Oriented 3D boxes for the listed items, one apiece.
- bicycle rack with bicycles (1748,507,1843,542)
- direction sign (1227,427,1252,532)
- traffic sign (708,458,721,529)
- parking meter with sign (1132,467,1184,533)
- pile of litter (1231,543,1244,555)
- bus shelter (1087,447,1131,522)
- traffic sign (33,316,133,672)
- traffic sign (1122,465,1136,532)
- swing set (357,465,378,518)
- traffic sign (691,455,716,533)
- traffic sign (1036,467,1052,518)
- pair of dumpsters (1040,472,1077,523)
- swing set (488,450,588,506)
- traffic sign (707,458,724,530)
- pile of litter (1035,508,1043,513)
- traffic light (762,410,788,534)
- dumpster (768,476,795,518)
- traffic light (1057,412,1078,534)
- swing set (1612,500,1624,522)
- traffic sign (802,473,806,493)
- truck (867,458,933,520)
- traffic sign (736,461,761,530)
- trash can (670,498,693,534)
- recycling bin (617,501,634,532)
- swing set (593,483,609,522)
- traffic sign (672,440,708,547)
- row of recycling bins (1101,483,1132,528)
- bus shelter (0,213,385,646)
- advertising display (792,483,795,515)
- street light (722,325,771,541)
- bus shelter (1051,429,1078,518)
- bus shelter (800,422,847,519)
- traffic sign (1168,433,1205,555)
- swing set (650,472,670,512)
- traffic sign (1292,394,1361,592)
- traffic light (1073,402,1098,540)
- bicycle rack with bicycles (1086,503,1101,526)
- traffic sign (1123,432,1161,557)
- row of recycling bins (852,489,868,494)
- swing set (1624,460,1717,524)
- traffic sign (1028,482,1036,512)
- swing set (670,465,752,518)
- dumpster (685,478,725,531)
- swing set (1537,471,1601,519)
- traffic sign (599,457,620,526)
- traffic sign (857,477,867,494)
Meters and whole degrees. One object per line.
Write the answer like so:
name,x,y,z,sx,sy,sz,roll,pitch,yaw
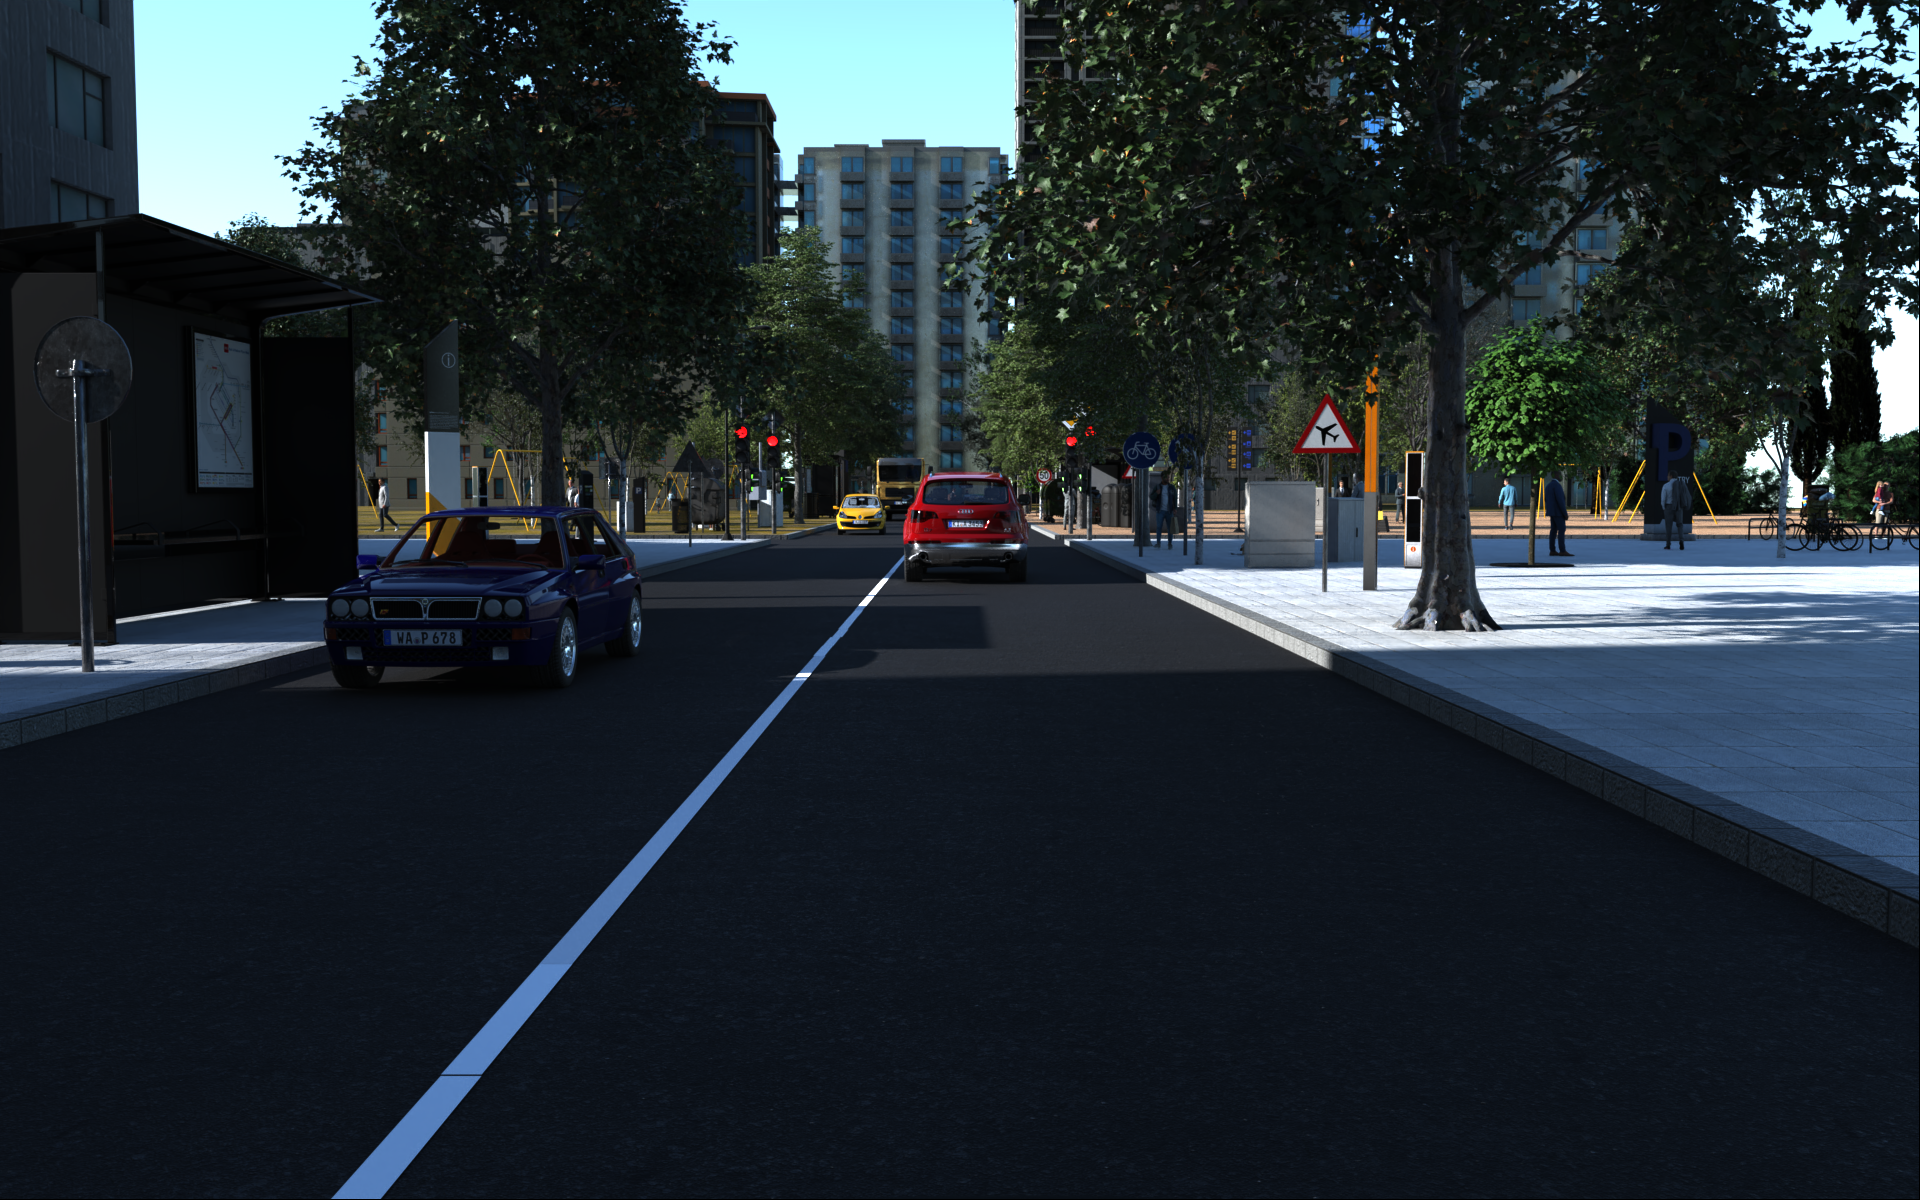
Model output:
bicycle rack with bicycles,23.319,-2.111,47.890,2.925,0.926,2.852,-3,5,-39
direction sign,9.417,-4.061,58.391,0.876,3.537,0.379,2,4,32
traffic sign,-9.097,-3.840,62.794,0.884,2.594,0.081,0,4,6
parking meter with sign,6.527,-3.722,57.115,1.738,3.016,0.543,0,4,-4
pile of litter,6.487,-1.395,36.776,1.719,0.858,1.176,-1,4,-17
bus shelter,6.648,-5.107,77.428,2.014,3.302,5.546,0,3,0
traffic sign,-6.296,-0.754,12.431,0.768,2.556,0.104,1,4,8
traffic sign,5.913,-3.581,58.549,0.884,2.594,0.081,0,4,3
swing set,-33.033,-5.752,91.670,2.862,2.851,3.119,2,4,28
traffic sign,-8.519,-3.506,57.322,0.884,2.594,0.081,0,4,4
traffic sign,4.023,-5.060,82.845,0.768,2.556,0.104,0,4,4
pair of dumpsters,4.504,-4.641,78.381,1.574,2.255,4.437,0,3,0
swing set,-15.428,-3.932,61.904,2.862,2.851,3.119,2,4,34
traffic sign,-8.694,-3.730,61.095,0.768,2.556,0.104,0,4,3
pile of litter,5.773,-6.366,118.053,1.176,0.858,1.719,-1,4,-19
traffic light,-5.995,-4.097,55.912,0.839,4.253,0.868,0,3,0
dumpster,-9.587,-5.577,93.674,1.502,2.255,1.985,0,3,0
traffic light,3.566,-4.099,55.935,0.839,4.253,0.868,0,3,0
swing set,31.703,-5.033,79.905,2.862,2.851,3.119,1,4,23
traffic sign,-9.338,-6.343,103.820,0.768,2.556,0.104,0,4,4
truck,-3.212,-6.033,94.570,3.469,3.379,9.791,0,4,-1
traffic sign,-7.455,-3.727,60.935,0.884,2.594,0.081,0,4,1
trash can,-9.053,-2.729,56.278,0.748,1.137,0.748,0,3,0
recycling bin,-11.220,-2.843,59.035,0.722,1.027,0.722,-3,4,-38
swing set,-16.797,-4.614,73.062,2.862,2.851,3.119,1,4,18
traffic sign,-6.549,-2.569,42.003,0.884,2.594,0.081,0,4,7
row of recycling bins,6.466,-3.623,66.354,1.069,1.692,3.534,-2,4,-24
bus shelter,-7.696,-1.612,17.639,1.731,3.624,6.357,0,3,0
advertising display,-10.032,-6.118,105.235,0.123,1.923,0.974,3,5,45
street light,-5.902,-4.604,47.819,1.470,5.913,1.316,0,3,0
bus shelter,6.301,-7.342,97.669,2.179,5.291,8.768,0,3,0
bus shelter,-7.508,-7.106,93.822,2.179,5.291,8.768,0,4,0
traffic sign,4.716,-2.206,36.176,0.768,2.556,0.104,0,4,0
swing set,-20.404,-7.729,123.986,2.862,2.851,3.119,0,4,5
traffic sign,4.769,-1.381,22.585,0.884,2.594,0.081,0,4,4
traffic light,3.572,-3.610,47.950,0.839,4.253,0.868,0,3,0
bicycle rack with bicycles,6.507,-3.461,69.974,2.852,0.926,2.925,-3,4,-39
traffic sign,3.701,-2.157,35.376,0.768,2.556,0.104,0,4,3
row of recycling bins,-8.583,-7.463,129.137,3.534,1.692,1.069,-1,4,-16
swing set,31.084,-4.770,75.604,2.862,2.851,3.119,0,4,4
traffic sign,4.943,-7.432,121.625,0.768,2.556,0.104,0,4,8
swing set,-13.172,-5.782,92.154,3.119,2.851,2.862,-3,5,-43
dumpster,-8.791,-3.318,60.009,1.264,1.857,1.865,0,3,0
swing set,31.743,-5.677,90.445,3.119,2.851,2.862,2,4,25
traffic sign,-9.772,-2.825,48.324,0.606,2.300,0.079,0,4,4
traffic sign,-7.118,-7.706,126.100,0.768,2.556,0.104,0,4,2
